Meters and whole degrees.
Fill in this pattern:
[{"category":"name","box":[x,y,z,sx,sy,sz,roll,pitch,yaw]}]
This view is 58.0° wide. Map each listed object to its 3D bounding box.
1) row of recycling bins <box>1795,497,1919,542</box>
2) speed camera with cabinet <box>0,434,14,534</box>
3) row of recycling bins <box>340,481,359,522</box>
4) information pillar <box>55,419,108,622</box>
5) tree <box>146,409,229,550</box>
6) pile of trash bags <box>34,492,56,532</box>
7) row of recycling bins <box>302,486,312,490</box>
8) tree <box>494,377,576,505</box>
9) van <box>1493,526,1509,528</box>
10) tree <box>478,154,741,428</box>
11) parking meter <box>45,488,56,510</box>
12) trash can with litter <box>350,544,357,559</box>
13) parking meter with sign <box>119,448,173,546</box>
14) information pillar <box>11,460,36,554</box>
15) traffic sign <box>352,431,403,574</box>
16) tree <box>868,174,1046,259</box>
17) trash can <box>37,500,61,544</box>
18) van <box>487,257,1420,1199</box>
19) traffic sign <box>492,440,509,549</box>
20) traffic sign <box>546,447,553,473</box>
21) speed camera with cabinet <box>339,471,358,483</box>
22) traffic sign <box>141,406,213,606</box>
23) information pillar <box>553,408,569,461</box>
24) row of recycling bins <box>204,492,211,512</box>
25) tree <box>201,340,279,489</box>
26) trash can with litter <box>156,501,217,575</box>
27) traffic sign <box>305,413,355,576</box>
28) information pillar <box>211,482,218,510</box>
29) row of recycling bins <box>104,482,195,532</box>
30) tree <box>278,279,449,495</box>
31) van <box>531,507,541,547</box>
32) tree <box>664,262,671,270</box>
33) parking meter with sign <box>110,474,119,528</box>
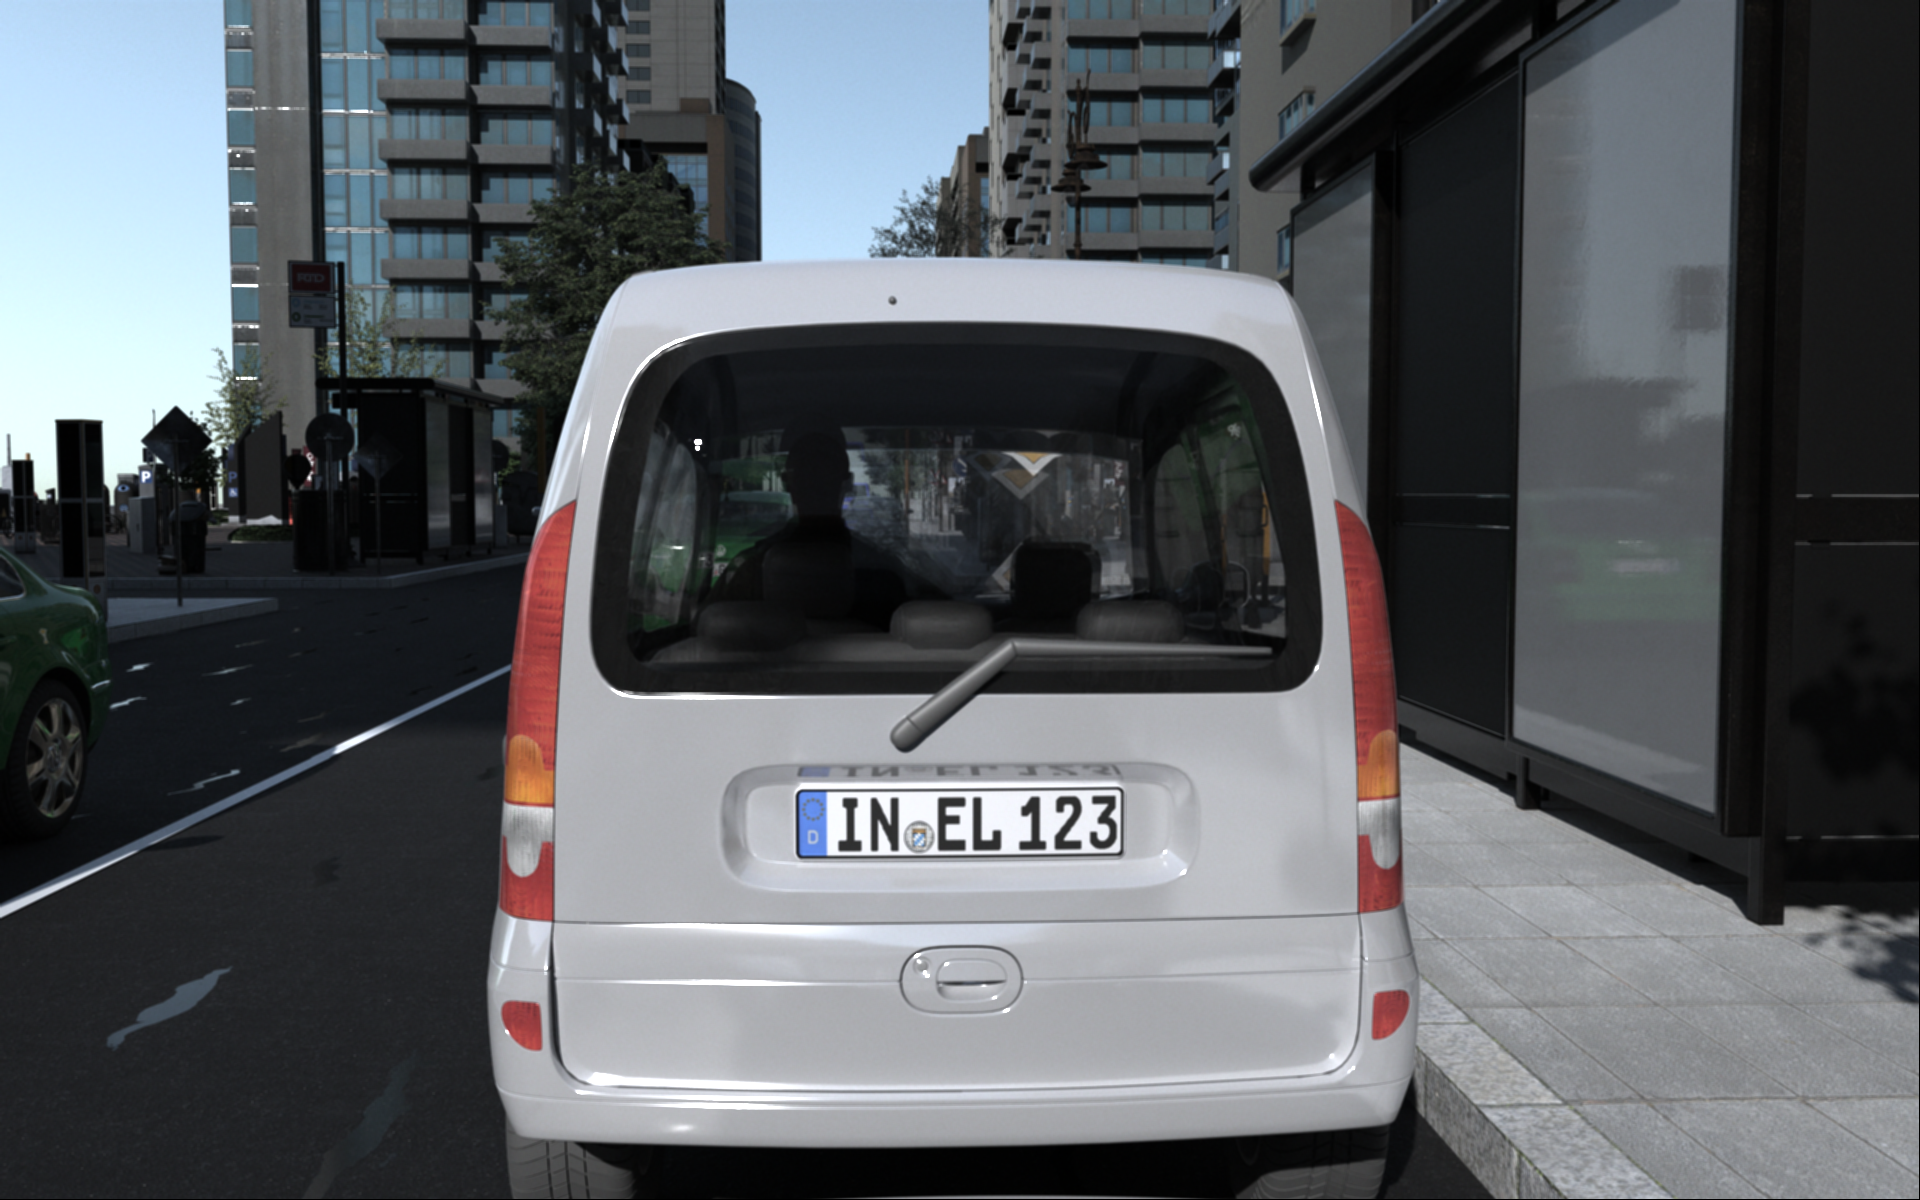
[{"category":"row of recycling bins","box":[6.842,-0.422,14.013,1.069,1.692,3.534,0,4,3]},{"category":"speed camera with cabinet","box":[-31.099,-3.792,56.336,0.660,3.252,2.038,0,4,0]},{"category":"row of recycling bins","box":[-19.438,-2.899,54.508,1.069,1.692,3.534,-1,4,-12]},{"category":"information pillar","box":[-8.729,-0.779,17.222,0.304,2.012,0.304,1,4,11]},{"category":"tree","box":[-17.550,-2.763,39.770,1.663,3.219,1.824,0,3,0]},{"category":"pile of trash bags","box":[-31.562,-3.074,60.011,3.447,1.369,1.912,3,4,36]},{"category":"row of recycling bins","box":[-27.072,-4.040,73.172,1.069,1.692,3.534,0,4,-8]},{"category":"tree","box":[-11.033,-3.984,48.855,4.285,4.588,4.351,0,3,0]},{"category":"van","box":[9.298,-1.066,24.436,4.112,2.044,2.013,0,4,-3]},{"category":"tree","box":[-12.483,-9.637,64.213,9.857,13.997,8.962,0,3,0]},{"category":"parking meter","box":[-38.552,-3.977,73.428,0.372,1.533,0.369,0,3,0]},{"category":"trash can with litter","box":[-12.315,-1.380,33.946,0.624,1.170,1.055,0,4,8]},{"category":"parking meter with sign","box":[-20.190,-2.878,43.314,0.543,3.016,1.738,0,4,6]},{"category":"information pillar","box":[-20.240,-2.016,37.450,0.304,2.012,0.304,1,4,9]},{"category":"traffic sign","box":[-9.323,-1.474,27.747,0.795,2.450,0.064,0,4,-3]},{"category":"tree","box":[-0.265,-9.559,66.668,12.009,13.543,11.850,0,3,0]},{"category":"trash can","box":[-23.278,-2.007,44.464,0.748,1.137,0.748,0,3,0]},{"category":"van","box":[-0.082,0.139,4.740,2.013,2.044,4.112,0,4,-2]},{"category":"traffic sign","box":[-10.925,-2.473,40.532,0.768,2.556,0.104,0,4,0]},{"category":"traffic sign","box":[-10.862,-2.847,46.656,0.768,2.556,0.104,0,4,2]},{"category":"speed camera with cabinet","box":[-24.684,-4.532,68.429,0.660,3.252,2.038,2,4,32]},{"category":"traffic sign","box":[-8.929,-0.987,19.772,0.795,2.450,0.064,0,4,-3]},{"category":"information pillar","box":[-10.561,-3.349,46.113,0.504,3.616,0.183,-1,4,-10]},{"category":"row of recycling bins","box":[-32.652,-3.980,72.184,3.534,1.692,1.069,2,4,26]},{"category":"tree","box":[-34.493,-8.132,83.322,4.737,8.622,4.395,0,3,0]},{"category":"trash can with litter","box":[-12.501,-1.013,27.948,0.624,1.170,1.055,0,4,1]},{"category":"traffic sign","box":[-9.881,-1.656,27.176,0.768,2.556,0.104,0,4,-2]},{"category":"information pillar","box":[-43.669,-5.929,101.438,0.304,2.012,0.304,0,4,-2]},{"category":"row of recycling bins","box":[-27.612,-3.131,58.297,3.534,1.692,1.069,-1,4,-9]},{"category":"tree","box":[-20.169,-6.708,60.037,4.737,8.622,4.395,0,3,0]},{"category":"van","box":[-5.951,-1.326,28.690,2.013,2.044,4.112,0,4,-2]},{"category":"tree","box":[-13.539,-10.216,84.033,9.611,12.733,9.660,0,3,0]},{"category":"parking meter with sign","box":[-31.523,-4.248,65.713,1.738,3.016,0.543,1,4,8]}]
